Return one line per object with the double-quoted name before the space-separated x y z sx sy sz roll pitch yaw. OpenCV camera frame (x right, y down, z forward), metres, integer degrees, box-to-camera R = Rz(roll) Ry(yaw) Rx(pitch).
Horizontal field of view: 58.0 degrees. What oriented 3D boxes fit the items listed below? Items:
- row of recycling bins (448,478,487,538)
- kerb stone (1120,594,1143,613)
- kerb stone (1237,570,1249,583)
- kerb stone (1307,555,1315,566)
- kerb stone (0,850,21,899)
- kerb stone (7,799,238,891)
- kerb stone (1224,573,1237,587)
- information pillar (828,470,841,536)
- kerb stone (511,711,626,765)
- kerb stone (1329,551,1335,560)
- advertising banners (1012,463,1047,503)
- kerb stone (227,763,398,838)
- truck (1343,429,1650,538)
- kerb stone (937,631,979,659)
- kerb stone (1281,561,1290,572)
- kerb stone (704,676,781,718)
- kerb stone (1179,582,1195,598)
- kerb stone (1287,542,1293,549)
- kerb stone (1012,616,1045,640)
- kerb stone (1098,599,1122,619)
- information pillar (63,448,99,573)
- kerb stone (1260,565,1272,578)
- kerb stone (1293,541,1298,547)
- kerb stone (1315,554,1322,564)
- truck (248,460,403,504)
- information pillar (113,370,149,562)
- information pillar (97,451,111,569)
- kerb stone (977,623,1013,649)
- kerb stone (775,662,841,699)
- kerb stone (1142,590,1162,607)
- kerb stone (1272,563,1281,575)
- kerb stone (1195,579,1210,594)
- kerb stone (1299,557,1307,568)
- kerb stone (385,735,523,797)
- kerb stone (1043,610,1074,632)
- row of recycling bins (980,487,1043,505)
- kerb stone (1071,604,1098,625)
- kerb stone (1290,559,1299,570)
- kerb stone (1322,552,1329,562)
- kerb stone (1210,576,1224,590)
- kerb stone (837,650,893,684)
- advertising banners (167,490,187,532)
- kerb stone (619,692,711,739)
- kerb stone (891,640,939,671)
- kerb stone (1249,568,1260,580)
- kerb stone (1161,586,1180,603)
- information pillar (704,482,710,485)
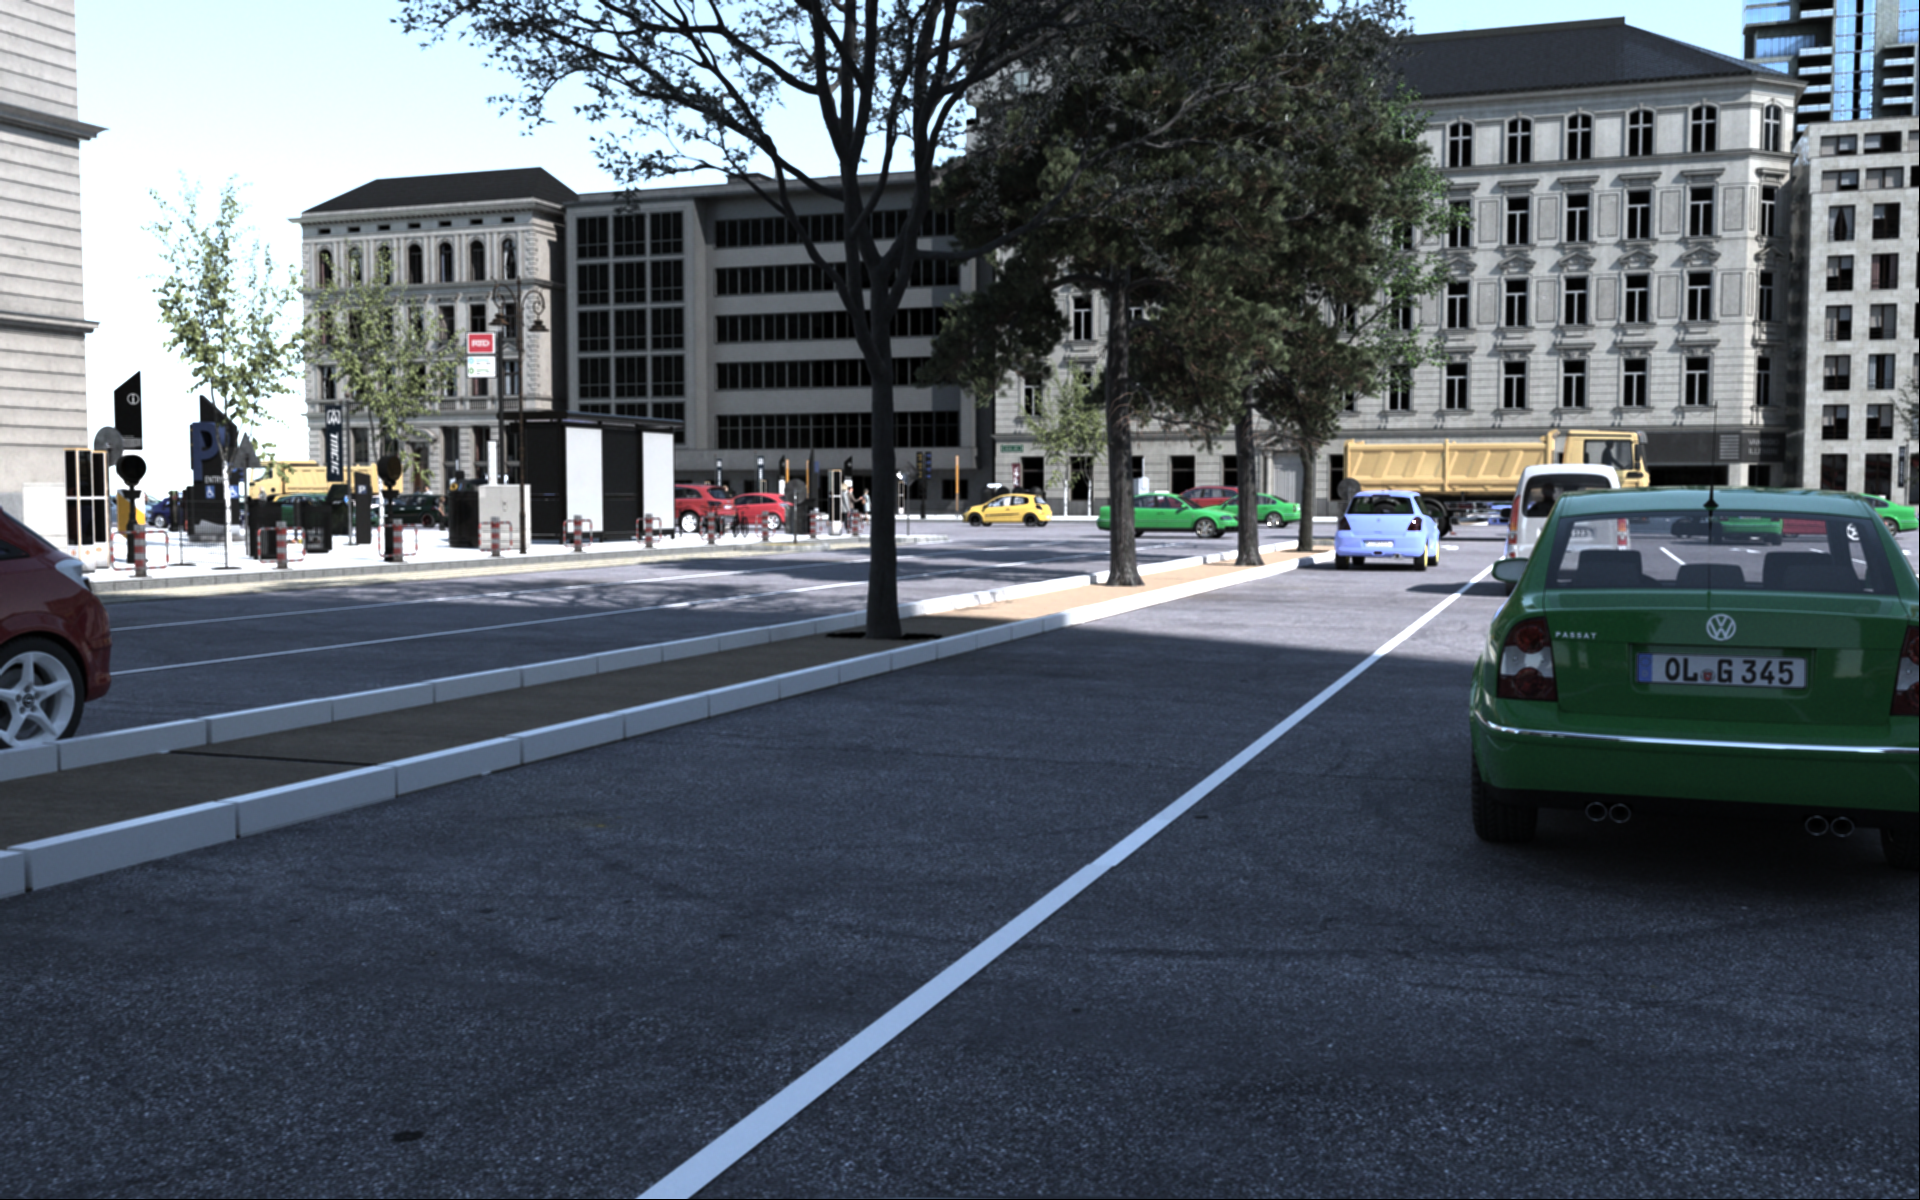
"row of recycling bins" -13.207 -2.446 47.099 1.069 1.692 3.534 -2 4 -25
"kerb stone" 2.031 0.057 21.272 0.120 0.150 1.000 1 4 20
"kerb stone" 4.488 -0.354 28.044 0.120 0.150 1.000 1 4 20
"kerb stone" 6.956 -0.774 34.843 0.120 0.150 1.000 1 4 20
"kerb stone" -3.588 1.009 5.775 0.120 0.150 1.000 1 4 20
"kerb stone" -3.235 0.945 6.742 0.120 0.150 1.000 1 4 20
"kerb stone" 4.138 -0.294 27.078 0.120 0.150 1.000 1 4 20
"information pillar" -3.835 -2.971 53.069 0.304 2.012 0.304 -2 4 -30
"kerb stone" -2.188 0.768 9.642 0.120 0.150 1.000 1 4 20
"kerb stone" 8.012 -0.948 37.742 0.120 0.150 1.000 1 4 20
"advertising banners" 3.927 -6.241 98.230 2.074 3.025 0.090 1 4 17
"kerb stone" -2.887 0.888 7.709 0.120 0.150 1.000 1 4 20
"truck" 16.951 -3.519 53.460 9.791 3.379 3.469 1 4 21
"kerb stone" -0.077 0.413 15.448 0.120 0.150 1.000 1 4 20
"kerb stone" 5.904 -0.595 31.931 0.120 0.150 1.000 1 4 20
"kerb stone" -1.485 0.650 11.573 0.120 0.150 1.000 1 4 20
"kerb stone" 3.083 -0.121 24.171 0.120 0.150 1.000 1 4 20
"kerb stone" 8.496 -1.407 45.248 0.120 0.150 1.000 1 4 20
"kerb stone" 0.622 0.294 17.389 0.120 0.150 1.000 1 4 20
"kerb stone" 1.681 0.121 20.301 0.120 0.150 1.000 1 4 20
"information pillar" -14.249 -1.440 28.039 0.304 2.012 0.304 1 4 23
"kerb stone" 5.205 -0.477 29.996 0.120 0.150 1.000 1 4 20
"kerb stone" 8.848 -1.466 46.222 0.120 0.150 1.000 1 4 20
"kerb stone" 7.308 -0.826 35.808 0.120 0.150 1.000 1 4 20
"truck" -36.475 -6.272 98.475 9.791 3.379 3.469 1 4 19
"information pillar" -15.604 -2.521 32.577 0.504 3.616 0.183 -3 4 -39
"information pillar" -14.732 -1.537 29.626 0.304 2.012 0.304 -1 4 -20
"kerb stone" 0.270 0.353 16.424 0.120 0.150 1.000 1 4 20
"kerb stone" -1.137 0.590 12.549 0.120 0.150 1.000 1 4 20
"kerb stone" 2.380 -0.003 22.238 0.120 0.150 1.000 1 4 20
"kerb stone" 5.556 -0.536 30.964 0.120 0.150 1.000 1 4 20
"kerb stone" 3.433 -0.180 25.139 0.120 0.150 1.000 1 4 20
"kerb stone" 6.600 -0.715 33.878 0.120 0.150 1.000 1 4 20
"kerb stone" -2.544 0.831 8.677 0.120 0.150 1.000 1 4 20
"kerb stone" 0.979 0.239 18.365 0.120 0.150 1.000 1 4 20
"row of recycling bins" 2.848 -5.416 95.671 3.534 1.692 1.069 1 4 10
"kerb stone" 1.326 0.176 19.337 0.120 0.150 1.000 1 4 20
"kerb stone" 6.255 -0.651 32.904 0.120 0.150 1.000 1 4 20
"kerb stone" 7.654 -0.891 36.776 0.120 0.150 1.000 1 4 20
"kerb stone" 3.784 -0.238 26.113 0.120 0.150 1.000 1 4 20
"kerb stone" -0.787 0.531 13.516 0.120 0.150 1.000 1 4 20
"advertising banners" -26.721 -3.890 59.796 0.090 3.025 2.074 1 4 8
"kerb stone" -1.836 0.709 10.607 0.120 0.150 1.000 1 4 20
"kerb stone" -0.432 0.472 14.480 0.120 0.150 1.000 1 4 20
"kerb stone" 4.842 -0.418 29.022 0.120 0.150 1.000 1 4 20
"kerb stone" 2.737 -0.062 23.204 0.120 0.150 1.000 1 4 20
"information pillar" -15.198 -6.085 103.984 0.304 2.012 0.304 -2 4 -30
